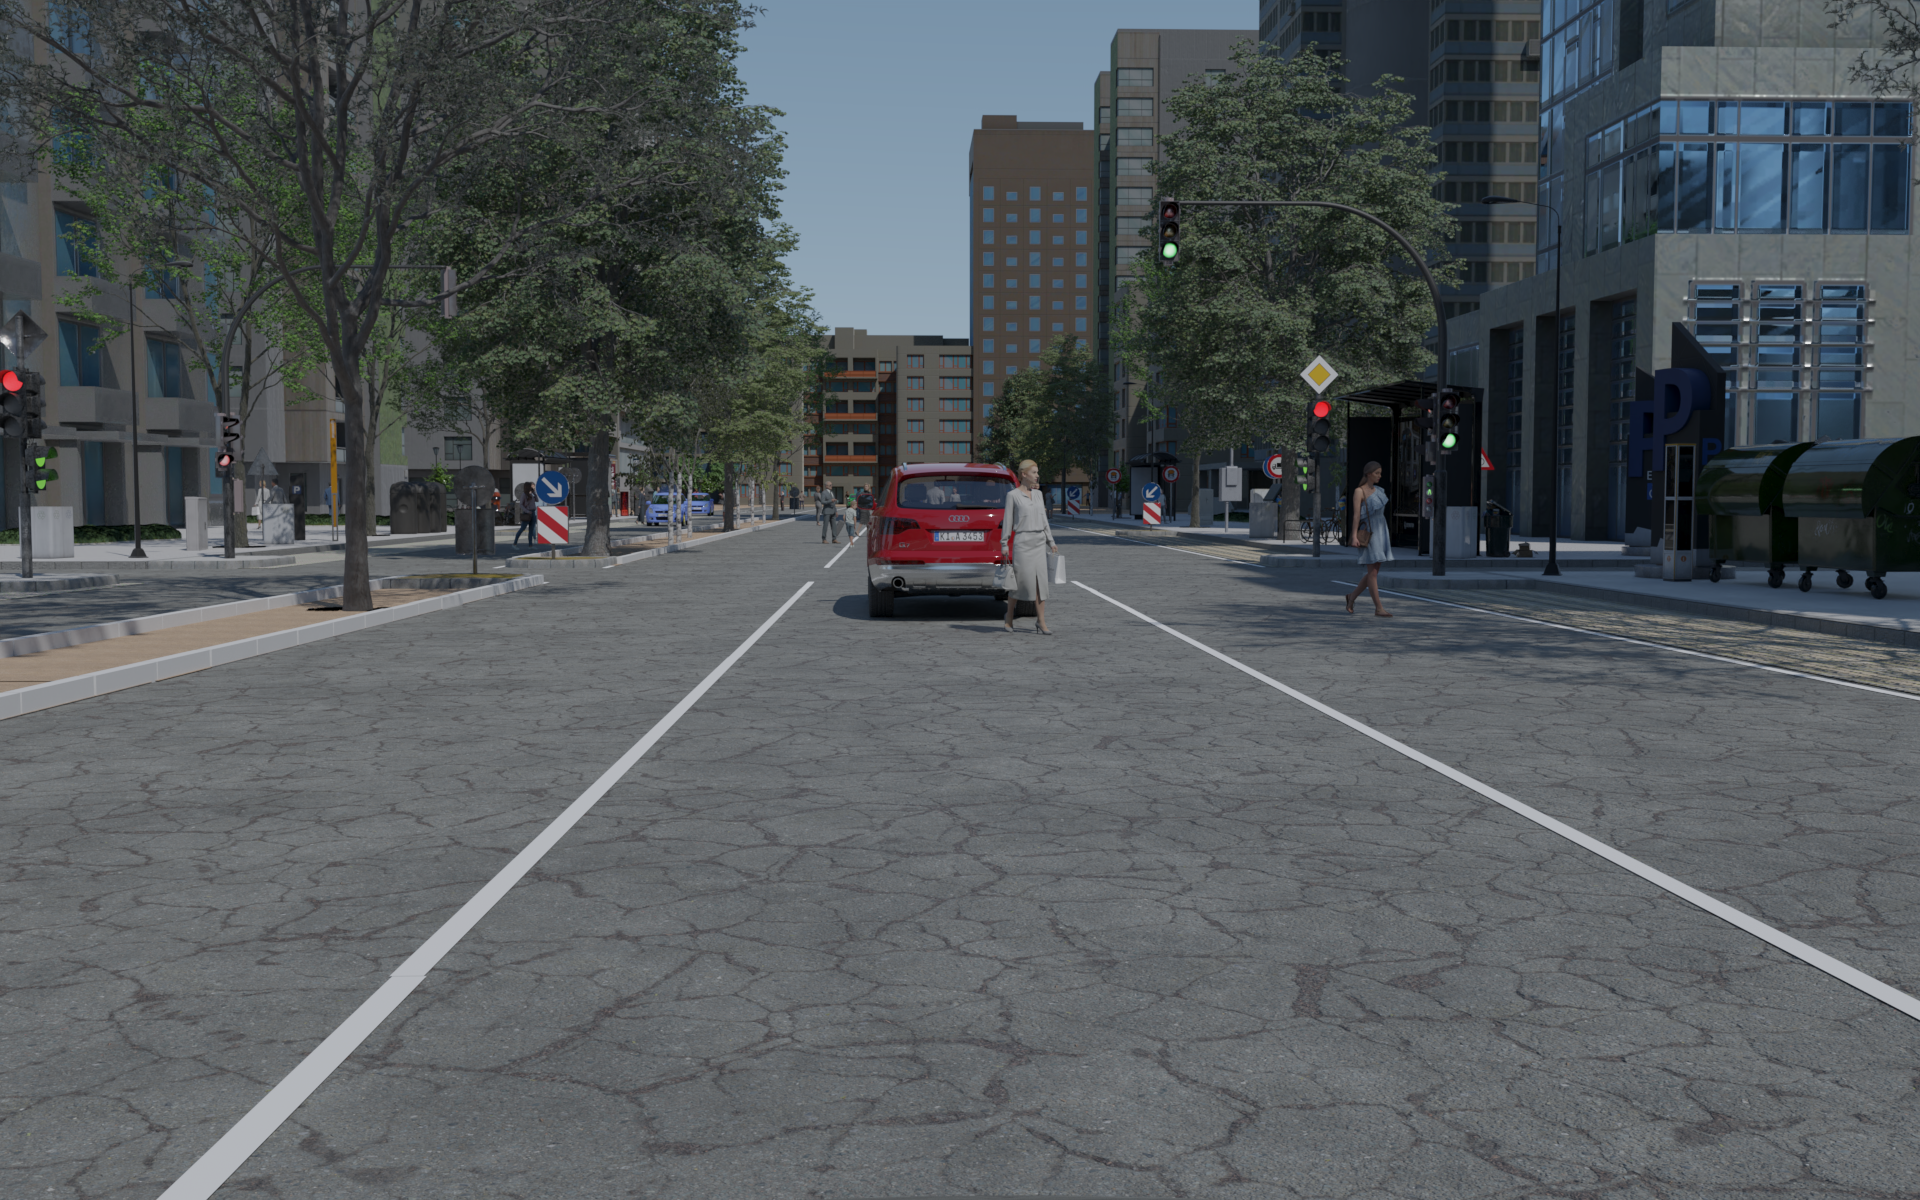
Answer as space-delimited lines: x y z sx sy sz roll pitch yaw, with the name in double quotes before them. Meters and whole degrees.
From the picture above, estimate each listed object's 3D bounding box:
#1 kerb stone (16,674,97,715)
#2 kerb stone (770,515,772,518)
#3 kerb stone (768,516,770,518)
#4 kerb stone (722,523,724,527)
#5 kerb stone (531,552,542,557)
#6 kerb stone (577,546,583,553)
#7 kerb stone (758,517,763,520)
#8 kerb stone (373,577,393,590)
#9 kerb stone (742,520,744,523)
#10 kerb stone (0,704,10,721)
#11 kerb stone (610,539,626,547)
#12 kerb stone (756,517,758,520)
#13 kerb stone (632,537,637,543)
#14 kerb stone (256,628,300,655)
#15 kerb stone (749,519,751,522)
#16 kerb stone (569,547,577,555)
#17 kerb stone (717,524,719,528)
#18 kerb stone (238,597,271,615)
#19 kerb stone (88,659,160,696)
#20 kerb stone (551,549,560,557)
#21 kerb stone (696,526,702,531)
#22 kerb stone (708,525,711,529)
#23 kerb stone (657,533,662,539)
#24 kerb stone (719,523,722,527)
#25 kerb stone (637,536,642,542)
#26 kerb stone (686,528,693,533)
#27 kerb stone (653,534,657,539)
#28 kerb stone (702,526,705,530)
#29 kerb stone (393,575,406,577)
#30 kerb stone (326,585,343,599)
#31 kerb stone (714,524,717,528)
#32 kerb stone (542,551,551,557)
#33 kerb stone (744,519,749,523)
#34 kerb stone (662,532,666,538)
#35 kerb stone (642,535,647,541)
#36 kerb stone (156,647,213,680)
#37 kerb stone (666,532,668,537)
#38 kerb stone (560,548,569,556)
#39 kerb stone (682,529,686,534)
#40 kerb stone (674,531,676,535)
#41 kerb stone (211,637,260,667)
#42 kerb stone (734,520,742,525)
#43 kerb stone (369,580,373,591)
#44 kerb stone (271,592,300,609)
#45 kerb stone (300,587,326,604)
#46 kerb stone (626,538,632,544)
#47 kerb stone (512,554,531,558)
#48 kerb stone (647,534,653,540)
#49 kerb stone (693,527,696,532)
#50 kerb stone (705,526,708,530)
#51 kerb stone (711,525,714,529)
"kerb stone" -6.148 0.642 11.707 0.120 0.150 1.000 0 4 -2
"kerb stone" -11.319 -4.903 102.354 0.120 0.150 1.000 0 4 -2
"kerb stone" -11.259 -4.777 100.296 0.120 0.150 1.000 0 4 -2
"kerb stone" -10.386 -3.207 74.677 0.120 0.150 1.000 0 4 -2
"kerb stone" -9.098 -0.890 36.751 0.120 0.150 1.000 0 4 -2
"kerb stone" -9.279 -1.199 41.863 0.120 0.150 1.000 0 4 -2
"kerb stone" -11.082 -4.463 95.168 0.120 0.150 1.000 0 4 -2
"kerb stone" -8.732 -0.228 25.929 0.120 0.150 1.000 0 4 -2
"kerb stone" -10.694 -3.774 83.897 0.120 0.150 1.000 0 4 -2
"kerb stone" -6.111 0.704 10.685 0.120 0.150 1.000 0 4 -2
"kerb stone" -9.481 -1.580 48.025 0.120 0.150 1.000 0 4 -2
"kerb stone" -10.982 -4.272 92.089 0.120 0.150 1.000 0 4 -2
"kerb stone" -9.550 -1.702 50.087 0.120 0.150 1.000 0 4 -2
"kerb stone" -6.285 0.391 15.810 0.120 0.150 1.000 0 4 -2
"kerb stone" -10.834 -4.023 87.994 0.120 0.150 1.000 0 4 -2
"kerb stone" -9.239 -1.135 40.840 0.120 0.150 1.000 0 4 -2
"kerb stone" -10.313 -3.085 72.630 0.120 0.150 1.000 0 4 -2
"kerb stone" -8.561 0.084 20.815 0.120 0.150 1.000 0 4 -2
"kerb stone" -6.183 0.578 12.740 0.120 0.150 1.000 0 4 -2
"kerb stone" -9.169 -1.015 38.795 0.120 0.150 1.000 0 4 -2
"kerb stone" -10.105 -2.709 66.493 0.120 0.150 1.000 0 4 -2
"kerb stone" -10.213 -2.897 69.562 0.120 0.150 1.000 0 4 -2
"kerb stone" -9.724 -2.018 55.202 0.120 0.150 1.000 0 4 -2
"kerb stone" -10.354 -3.144 73.651 0.120 0.150 1.000 0 4 -2
"kerb stone" -9.585 -1.765 51.108 0.120 0.150 1.000 0 4 -2
"kerb stone" -10.002 -2.520 63.411 0.120 0.150 1.000 0 4 -2
"kerb stone" -9.688 -1.956 54.173 0.120 0.150 1.000 0 4 -2
"kerb stone" -10.139 -2.768 67.515 0.120 0.150 1.000 0 4 -2
"kerb stone" -8.758 -0.291 26.951 0.120 0.150 1.000 0 4 -2
"kerb stone" -8.655 -0.103 23.887 0.120 0.150 1.000 0 4 -2
"kerb stone" -10.284 -3.022 71.606 0.120 0.150 1.000 0 4 -2
"kerb stone" -9.131 -0.953 37.772 0.120 0.150 1.000 0 4 -2
"kerb stone" -10.806 -3.957 86.972 0.120 0.150 1.000 0 4 -2
"kerb stone" -9.758 -2.082 56.228 0.120 0.150 1.000 0 4 -2
"kerb stone" -9.619 -1.828 52.130 0.120 0.150 1.000 0 4 -2
"kerb stone" -6.221 0.516 13.762 0.120 0.150 1.000 0 4 -2
"kerb stone" -9.796 -2.138 57.251 0.120 0.150 1.000 0 4 -2
"kerb stone" -9.206 -1.078 39.818 0.120 0.150 1.000 0 4 -2
"kerb stone" -9.933 -2.389 61.359 0.120 0.150 1.000 0 4 -2
"kerb stone" -9.862 -2.270 59.304 0.120 0.150 1.000 0 4 -2
"kerb stone" -6.251 0.453 14.789 0.120 0.150 1.000 0 4 -2
"kerb stone" -10.662 -3.705 82.876 0.120 0.150 1.000 0 4 -2
"kerb stone" -8.698 -0.166 24.908 0.120 0.150 1.000 0 4 -2
"kerb stone" -8.588 0.029 21.837 0.120 0.150 1.000 0 4 -2
"kerb stone" -8.625 -0.037 22.861 0.120 0.150 1.000 0 4 -2
"kerb stone" -9.515 -1.643 49.065 0.120 0.150 1.000 0 4 -2
"kerb stone" -9.067 -0.827 35.726 0.120 0.150 1.000 0 4 -2
"kerb stone" -9.647 -1.893 53.152 0.120 0.150 1.000 0 4 -2
"kerb stone" -10.032 -2.583 64.433 0.120 0.150 1.000 0 4 -2
"kerb stone" -10.183 -2.834 68.536 0.120 0.150 1.000 0 4 -2
"kerb stone" -10.247 -2.952 70.584 0.120 0.150 1.000 0 4 -2
